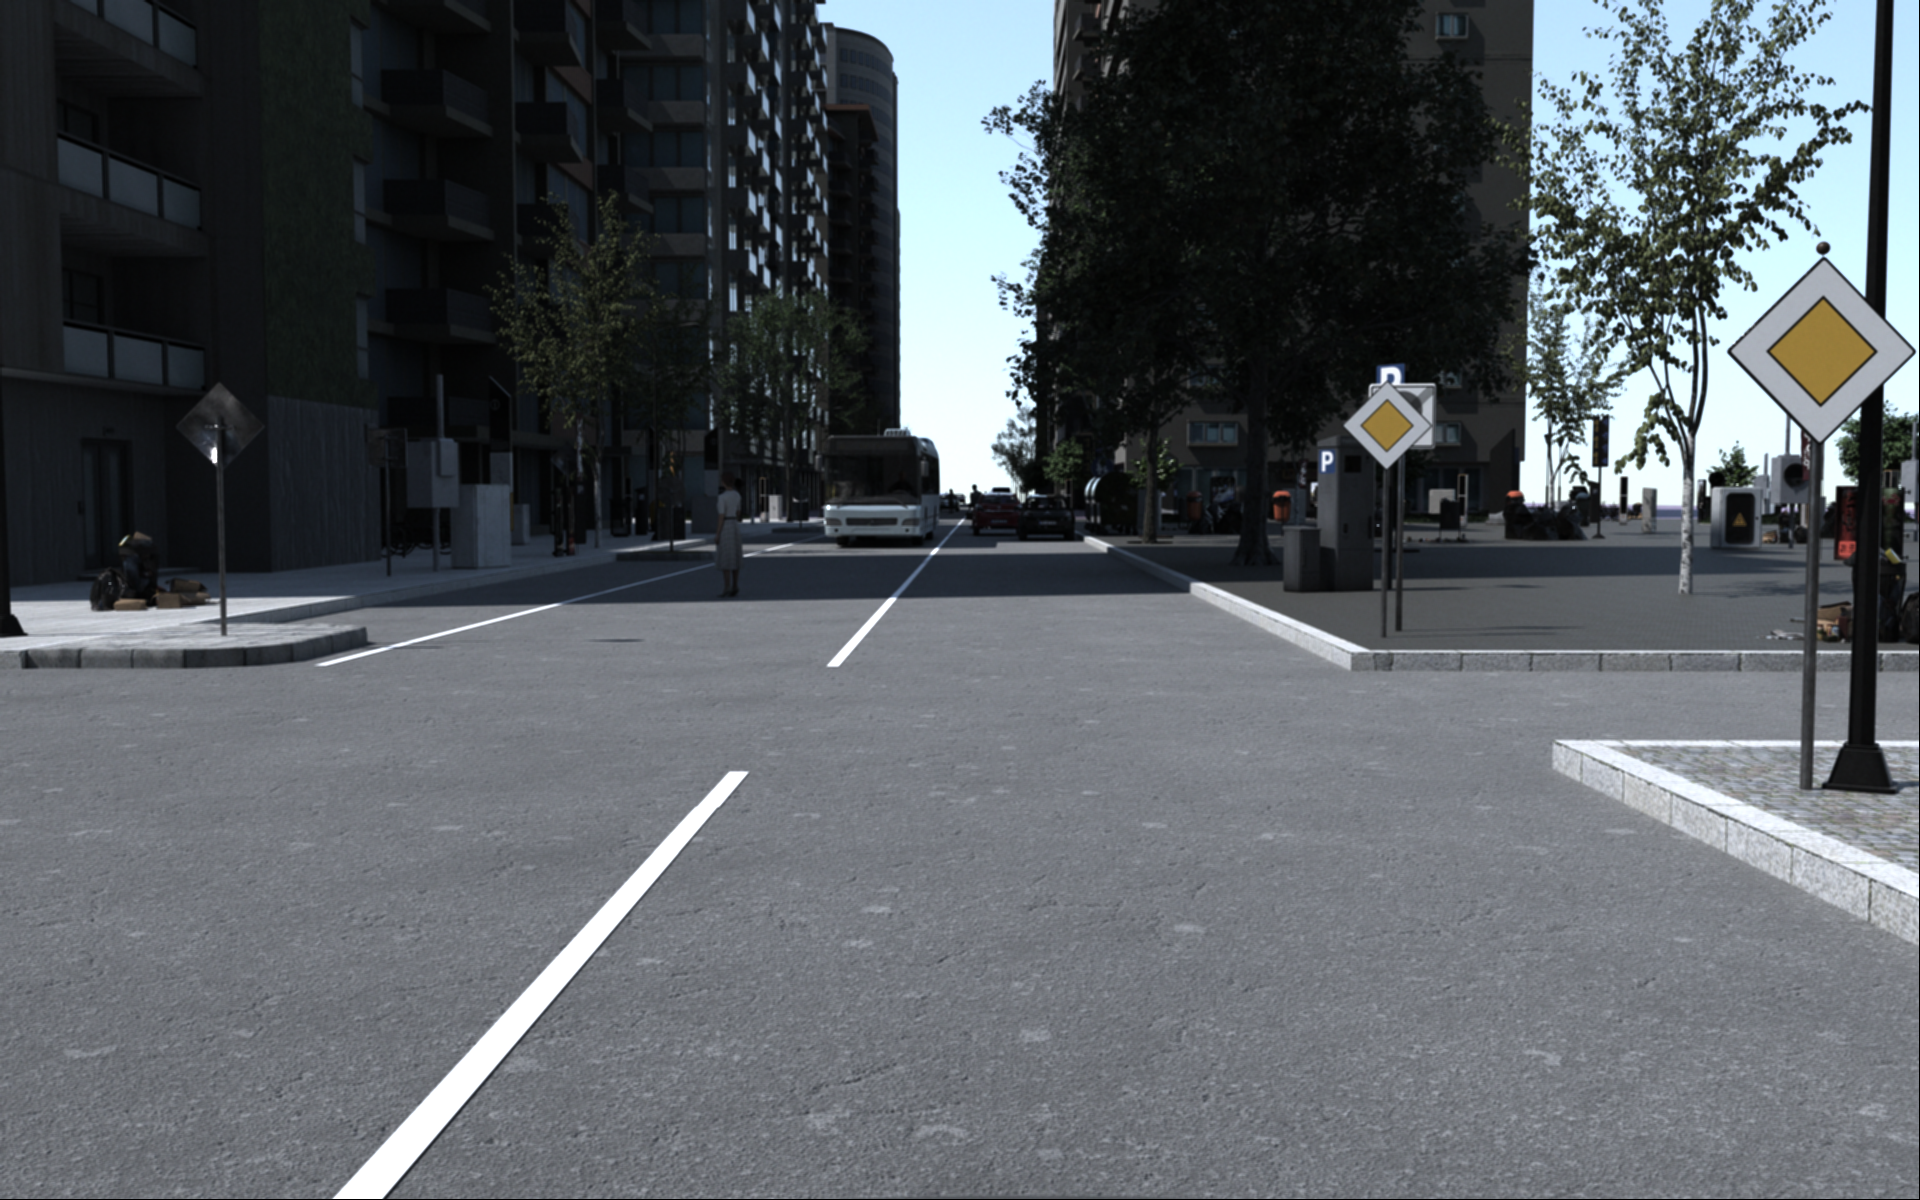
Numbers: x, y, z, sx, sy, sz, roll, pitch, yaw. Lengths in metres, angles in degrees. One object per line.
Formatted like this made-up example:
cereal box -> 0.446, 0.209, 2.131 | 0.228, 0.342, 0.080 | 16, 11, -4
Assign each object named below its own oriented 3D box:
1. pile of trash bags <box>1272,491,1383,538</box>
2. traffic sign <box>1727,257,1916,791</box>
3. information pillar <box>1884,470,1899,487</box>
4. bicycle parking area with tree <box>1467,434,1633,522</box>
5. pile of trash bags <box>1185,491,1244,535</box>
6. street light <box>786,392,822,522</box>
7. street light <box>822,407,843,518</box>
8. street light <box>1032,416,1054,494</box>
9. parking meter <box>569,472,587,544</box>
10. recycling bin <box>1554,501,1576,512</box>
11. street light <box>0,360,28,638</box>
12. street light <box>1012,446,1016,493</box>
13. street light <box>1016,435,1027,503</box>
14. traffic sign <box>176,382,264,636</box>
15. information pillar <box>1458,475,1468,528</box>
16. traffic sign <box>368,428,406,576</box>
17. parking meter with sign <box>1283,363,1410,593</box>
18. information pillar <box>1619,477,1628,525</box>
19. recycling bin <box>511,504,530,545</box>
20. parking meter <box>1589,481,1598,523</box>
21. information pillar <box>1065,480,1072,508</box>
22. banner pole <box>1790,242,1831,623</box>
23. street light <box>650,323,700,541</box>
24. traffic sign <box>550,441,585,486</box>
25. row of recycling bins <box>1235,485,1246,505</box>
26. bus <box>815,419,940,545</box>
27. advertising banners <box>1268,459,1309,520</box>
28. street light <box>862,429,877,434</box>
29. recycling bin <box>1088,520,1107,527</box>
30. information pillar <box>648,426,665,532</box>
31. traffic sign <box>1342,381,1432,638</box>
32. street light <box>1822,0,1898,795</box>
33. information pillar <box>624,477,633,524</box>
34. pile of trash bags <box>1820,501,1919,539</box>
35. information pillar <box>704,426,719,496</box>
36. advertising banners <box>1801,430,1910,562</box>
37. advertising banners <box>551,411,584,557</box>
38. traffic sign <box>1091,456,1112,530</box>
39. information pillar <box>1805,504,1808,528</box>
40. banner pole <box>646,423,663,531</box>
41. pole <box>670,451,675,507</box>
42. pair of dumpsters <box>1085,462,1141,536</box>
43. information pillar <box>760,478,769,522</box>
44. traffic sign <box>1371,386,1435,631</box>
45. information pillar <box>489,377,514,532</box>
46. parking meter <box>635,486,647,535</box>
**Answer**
pile of trash bags -> 11.051, -2.567, 51.717 | 3.447, 1.369, 1.912 | 1, 4, 8
traffic sign -> 3.667, -0.233, 7.449 | 0.795, 2.450, 0.064 | 0, 4, 1
information pillar -> 28.635, -2.985, 53.293 | 0.304, 2.012, 0.304 | -1, 4, -14
bicycle parking area with tree -> 29.068, -6.009, 85.242 | 9.016, 4.147, 8.231 | 3, 4, 38
pile of trash bags -> 8.149, -2.800, 55.528 | 1.912, 1.369, 3.447 | 2, 4, 33
street light -> -7.229, -6.505, 78.892 | 1.470, 5.913, 1.316 | 0, 4, 1
street light -> -6.923, -7.346, 92.649 | 1.470, 5.913, 1.316 | 0, 4, 1
street light -> 4.987, -7.983, 103.055 | 1.470, 5.913, 1.316 | 0, 4, 1
parking meter -> -9.806, -2.369, 44.451 | 0.255, 1.863, 0.399 | 3, 5, 39
recycling bin -> 22.450, -3.172, 64.417 | 0.722, 1.027, 0.722 | 0, 4, 2
street light -> -8.084, -2.624, 15.447 | 1.470, 5.913, 1.316 | 0, 4, 1
street light -> 5.782, -11.899, 167.087 | 1.470, 5.913, 1.316 | 0, 4, 1
street light -> 5.356, -9.959, 135.364 | 1.470, 5.913, 1.316 | 0, 4, 1
traffic sign -> -6.657, -0.732, 15.608 | 0.795, 2.450, 0.064 | 0, 4, 1
information pillar -> 18.947, -3.717, 65.263 | 0.304, 2.012, 0.304 | 2, 4, 29
traffic sign -> -8.919, -1.521, 26.994 | 0.606, 2.300, 0.079 | 0, 4, 3
parking meter with sign -> 5.093, -1.632, 22.947 | 1.738, 3.016, 0.543 | -2, 4, -29
information pillar -> 27.789, -4.161, 72.532 | 0.304, 2.012, 0.304 | 1, 4, 17
recycling bin -> -11.241, -1.896, 43.553 | 0.722, 1.027, 0.722 | 0, 4, -4
parking meter -> 28.178, -4.355, 76.913 | 0.399, 1.863, 0.255 | 0, 4, 5
information pillar -> 5.468, -5.067, 87.336 | 0.304, 2.012, 0.304 | 0, 4, -1
banner pole -> 8.447, -1.655, 17.082 | 0.401, 3.779, 0.863 | 2, 4, 29
street light -> -7.747, -4.565, 47.171 | 1.470, 5.913, 1.316 | 0, 4, 1
traffic sign -> -8.528, -2.229, 37.630 | 0.795, 2.450, 0.064 | 1, 4, 10
row of recycling bins -> 13.545, -4.743, 84.661 | 1.069, 1.692, 3.534 | 0, 4, 3
bus -> -2.145, -3.439, 51.079 | 2.948, 3.499, 13.247 | 0, 4, 2
advertising banners -> 16.300, -5.489, 85.940 | 2.074, 3.025, 0.090 | 0, 4, -8
street light -> -6.482, -9.286, 124.371 | 1.470, 5.913, 1.316 | 0, 4, 1
recycling bin -> 5.451, -3.430, 68.632 | 0.722, 1.027, 0.722 | 0, 4, -2
information pillar -> -10.309, -4.106, 58.496 | 0.504, 3.616, 0.183 | 2, 4, 35
traffic sign -> 3.786, -0.721, 15.433 | 0.795, 2.450, 0.064 | 0, 4, 1
street light -> 3.392, -2.132, 7.403 | 1.470, 5.913, 1.316 | 0, 4, 1
information pillar -> -14.210, -4.265, 74.229 | 0.304, 2.012, 0.304 | 0, 4, -5
pile of trash bags -> 26.141, -2.408, 49.115 | 1.912, 1.369, 3.447 | -1, 4, -23
information pillar -> -8.462, -4.142, 59.083 | 0.504, 3.616, 0.183 | 0, 4, -7
advertising banners -> 17.229, -2.281, 33.476 | 0.090, 3.025, 2.074 | -3, 5, -44
advertising banners -> -8.129, -2.437, 36.028 | 0.090, 3.025, 2.074 | 0, 4, 5
traffic sign -> 4.780, -3.557, 58.260 | 0.768, 2.556, 0.104 | 0, 4, 6
information pillar -> 23.192, -2.607, 47.116 | 0.304, 2.012, 0.304 | 1, 4, 16
banner pole -> -10.775, -4.332, 60.840 | 0.863, 3.779, 0.401 | -3, 5, -42
pole -> -13.654, -5.409, 82.285 | 0.158, 3.312, 0.155 | 0, 3, 0
pair of dumpsters -> 4.882, -3.218, 55.115 | 1.574, 2.255, 4.437 | 0, 4, 1
information pillar -> -8.876, -4.536, 78.661 | 0.304, 2.012, 0.304 | 2, 4, 29
traffic sign -> 4.104, -0.857, 16.139 | 0.606, 2.300, 0.079 | 0, 4, 7
information pillar -> -9.154, -2.640, 34.525 | 0.504, 3.616, 0.183 | 1, 4, 19
parking meter -> -9.963, -2.794, 54.095 | 0.372, 1.533, 0.369 | 0, 3, 0
